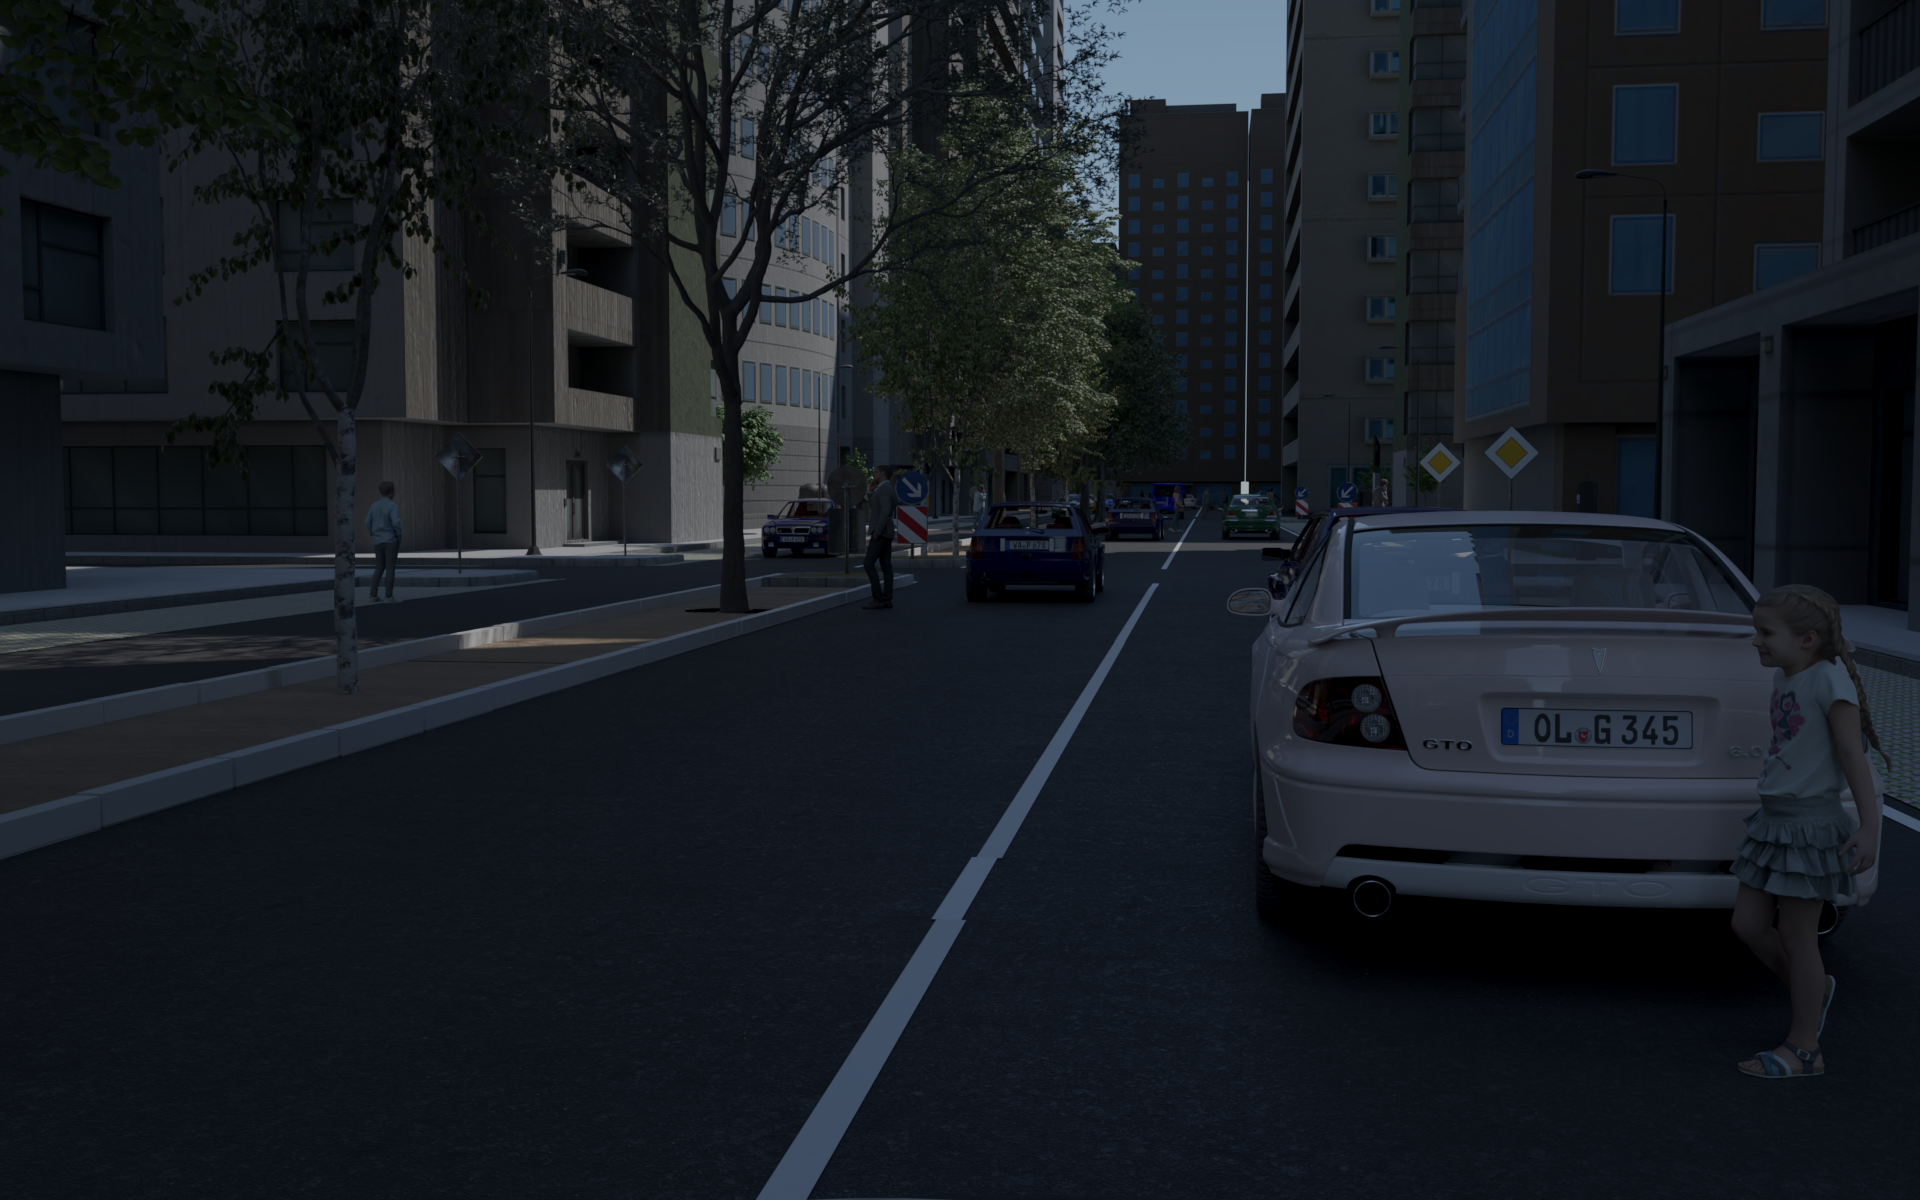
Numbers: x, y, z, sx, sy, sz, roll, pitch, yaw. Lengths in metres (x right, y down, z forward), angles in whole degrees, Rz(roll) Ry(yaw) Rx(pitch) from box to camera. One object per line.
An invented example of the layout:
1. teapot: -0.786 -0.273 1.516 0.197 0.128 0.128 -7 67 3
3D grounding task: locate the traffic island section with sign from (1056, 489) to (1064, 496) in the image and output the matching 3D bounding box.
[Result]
1. traffic island section with sign: 7.953 -7.839 136.793 1.989 1.847 2.006 1 4 8

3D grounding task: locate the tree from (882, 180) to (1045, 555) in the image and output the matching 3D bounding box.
1. tree: -0.079 -5.355 40.367 4.360 8.622 3.978 0 3 0

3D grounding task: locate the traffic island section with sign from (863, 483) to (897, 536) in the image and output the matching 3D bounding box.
1. traffic island section with sign: -3.106 -3.152 60.156 1.989 1.847 2.006 1 4 8

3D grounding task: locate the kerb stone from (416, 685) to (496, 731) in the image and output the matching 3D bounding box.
1. kerb stone: -3.218 0.686 10.974 0.120 0.150 1.000 1 4 8

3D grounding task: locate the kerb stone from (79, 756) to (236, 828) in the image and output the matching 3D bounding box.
1. kerb stone: -3.663 0.874 7.928 0.120 0.150 1.000 1 4 8

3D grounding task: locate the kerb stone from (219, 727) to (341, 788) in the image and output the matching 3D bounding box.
1. kerb stone: -3.515 0.812 8.944 0.120 0.150 1.000 1 4 8

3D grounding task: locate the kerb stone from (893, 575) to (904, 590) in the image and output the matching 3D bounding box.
1. kerb stone: -1.029 -0.244 26.192 0.120 0.150 1.000 1 4 8

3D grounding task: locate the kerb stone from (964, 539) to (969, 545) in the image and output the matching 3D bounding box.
1. kerb stone: 0.050 -1.598 48.328 0.120 0.150 1.000 1 4 8

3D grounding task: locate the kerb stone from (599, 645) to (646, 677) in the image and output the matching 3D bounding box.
1. kerb stone: -2.783 0.505 14.014 0.120 0.150 1.000 1 4 8

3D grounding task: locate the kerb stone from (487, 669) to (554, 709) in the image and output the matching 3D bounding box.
1. kerb stone: -3.077 0.624 11.991 0.120 0.150 1.000 1 4 8

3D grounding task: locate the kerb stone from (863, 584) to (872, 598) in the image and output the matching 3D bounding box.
1. kerb stone: -1.317 -0.120 24.150 0.120 0.150 1.000 1 4 8

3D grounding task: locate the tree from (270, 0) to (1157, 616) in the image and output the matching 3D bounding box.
1. tree: -2.710 -6.573 20.302 12.009 13.543 11.850 0 3 0

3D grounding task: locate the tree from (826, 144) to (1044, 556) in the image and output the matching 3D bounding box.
1. tree: -0.745 -5.074 35.775 4.737 8.622 4.395 0 3 0

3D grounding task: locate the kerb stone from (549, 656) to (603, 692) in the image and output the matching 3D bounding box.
1. kerb stone: -2.927 0.563 13.001 0.120 0.150 1.000 1 4 8

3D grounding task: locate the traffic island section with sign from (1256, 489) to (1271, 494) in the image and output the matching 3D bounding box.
1. traffic island section with sign: 23.858 -7.697 134.471 1.989 1.847 2.006 1 4 8

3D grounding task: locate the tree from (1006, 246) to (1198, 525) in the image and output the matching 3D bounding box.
1. tree: 5.615 -9.677 77.687 9.611 12.733 9.660 0 3 0

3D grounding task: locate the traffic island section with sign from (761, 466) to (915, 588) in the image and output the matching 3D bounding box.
1. traffic island section with sign: -1.913 -1.172 27.296 2.006 1.907 1.989 1 4 8

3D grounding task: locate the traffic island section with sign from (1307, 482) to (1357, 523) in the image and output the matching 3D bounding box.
1. traffic island section with sign: 12.867 -3.040 58.324 1.989 1.847 2.006 1 4 8

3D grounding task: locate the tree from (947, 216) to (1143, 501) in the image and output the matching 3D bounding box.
1. tree: 2.740 -8.177 61.910 9.928 11.665 9.643 0 3 0

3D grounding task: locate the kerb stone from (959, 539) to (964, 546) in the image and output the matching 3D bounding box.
1. kerb stone: -0.099 -1.536 47.306 0.120 0.150 1.000 1 4 8

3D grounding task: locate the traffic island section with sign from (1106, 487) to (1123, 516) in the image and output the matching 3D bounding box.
1. traffic island section with sign: 9.877 -6.169 108.998 2.006 1.907 1.989 1 4 8

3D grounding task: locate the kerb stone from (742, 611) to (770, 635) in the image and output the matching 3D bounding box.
1. kerb stone: -2.197 0.253 18.067 0.120 0.150 1.000 1 4 8

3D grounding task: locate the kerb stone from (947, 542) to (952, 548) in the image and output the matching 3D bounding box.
1. kerb stone: -0.397 -1.411 45.265 0.120 0.150 1.000 1 4 8

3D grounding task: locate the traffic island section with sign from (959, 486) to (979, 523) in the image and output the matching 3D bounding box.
1. traffic island section with sign: 0.764 -4.795 87.025 1.989 1.847 2.006 1 4 8

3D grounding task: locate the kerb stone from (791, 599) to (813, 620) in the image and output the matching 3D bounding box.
1. kerb stone: -1.908 0.129 20.093 0.120 0.150 1.000 1 4 8

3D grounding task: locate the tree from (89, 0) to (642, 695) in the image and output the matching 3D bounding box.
1. tree: -4.351 -3.640 12.332 4.360 8.622 3.978 0 3 0

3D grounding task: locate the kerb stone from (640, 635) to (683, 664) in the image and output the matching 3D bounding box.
1. kerb stone: -2.633 0.439 15.025 0.120 0.150 1.000 1 4 8

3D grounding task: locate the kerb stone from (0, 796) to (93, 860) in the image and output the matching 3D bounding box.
1. kerb stone: -3.803 0.942 6.916 0.120 0.150 1.000 1 4 8

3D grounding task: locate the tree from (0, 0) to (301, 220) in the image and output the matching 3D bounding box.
1. tree: -4.771 -5.186 5.368 7.486 12.596 7.792 0 3 0

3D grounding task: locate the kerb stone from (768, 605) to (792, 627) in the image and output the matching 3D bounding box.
1. kerb stone: -2.052 0.193 19.079 0.120 0.150 1.000 1 4 8

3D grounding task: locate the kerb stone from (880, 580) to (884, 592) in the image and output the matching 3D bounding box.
1. kerb stone: -1.171 -0.179 25.170 0.120 0.150 1.000 1 4 8

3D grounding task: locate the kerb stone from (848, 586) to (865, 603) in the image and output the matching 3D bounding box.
1. kerb stone: -1.462 -0.052 23.127 0.120 0.150 1.000 1 4 8

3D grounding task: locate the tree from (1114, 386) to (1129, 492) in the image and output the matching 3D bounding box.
1. tree: 4.387 -7.162 69.926 4.737 8.622 4.395 0 3 0

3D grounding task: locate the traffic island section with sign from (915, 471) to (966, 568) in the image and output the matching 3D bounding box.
1. traffic island section with sign: -0.845 -1.620 34.626 2.006 1.907 1.989 1 4 8

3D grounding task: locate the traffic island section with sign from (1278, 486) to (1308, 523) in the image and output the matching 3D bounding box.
1. traffic island section with sign: 16.906 -4.757 86.400 1.989 1.847 2.006 1 4 8

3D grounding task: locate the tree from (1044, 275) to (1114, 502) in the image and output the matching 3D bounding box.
1. tree: 2.258 -6.121 52.897 4.737 8.622 4.395 0 3 0

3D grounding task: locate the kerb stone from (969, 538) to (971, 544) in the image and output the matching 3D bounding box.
1. kerb stone: 0.196 -1.657 49.340 0.120 0.150 1.000 1 4 8

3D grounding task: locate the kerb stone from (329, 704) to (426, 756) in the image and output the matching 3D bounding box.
1. kerb stone: -3.364 0.749 9.954 0.120 0.150 1.000 1 4 8

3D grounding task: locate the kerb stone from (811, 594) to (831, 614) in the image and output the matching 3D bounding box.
1. kerb stone: -1.765 0.067 21.105 0.120 0.150 1.000 1 4 8

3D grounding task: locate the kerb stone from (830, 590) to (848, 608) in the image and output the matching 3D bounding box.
1. kerb stone: -1.622 0.005 22.117 0.120 0.150 1.000 1 4 8

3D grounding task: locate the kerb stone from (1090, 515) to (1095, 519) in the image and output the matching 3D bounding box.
1. kerb stone: 7.954 -4.949 103.125 0.120 0.150 1.000 1 4 8

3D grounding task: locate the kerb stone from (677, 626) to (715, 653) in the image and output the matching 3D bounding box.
1. kerb stone: -2.492 0.377 16.037 0.120 0.150 1.000 1 4 8

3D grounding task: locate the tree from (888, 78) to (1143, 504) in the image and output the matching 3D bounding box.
1. tree: 0.986 -7.713 46.687 7.486 12.596 7.792 0 3 0

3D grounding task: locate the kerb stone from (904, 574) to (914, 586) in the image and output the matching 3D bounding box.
1. kerb stone: -0.871 -0.303 27.206 0.120 0.150 1.000 1 4 8

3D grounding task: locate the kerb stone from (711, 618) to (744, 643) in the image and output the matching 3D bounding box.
1. kerb stone: -2.348 0.315 17.052 0.120 0.150 1.000 1 4 8
